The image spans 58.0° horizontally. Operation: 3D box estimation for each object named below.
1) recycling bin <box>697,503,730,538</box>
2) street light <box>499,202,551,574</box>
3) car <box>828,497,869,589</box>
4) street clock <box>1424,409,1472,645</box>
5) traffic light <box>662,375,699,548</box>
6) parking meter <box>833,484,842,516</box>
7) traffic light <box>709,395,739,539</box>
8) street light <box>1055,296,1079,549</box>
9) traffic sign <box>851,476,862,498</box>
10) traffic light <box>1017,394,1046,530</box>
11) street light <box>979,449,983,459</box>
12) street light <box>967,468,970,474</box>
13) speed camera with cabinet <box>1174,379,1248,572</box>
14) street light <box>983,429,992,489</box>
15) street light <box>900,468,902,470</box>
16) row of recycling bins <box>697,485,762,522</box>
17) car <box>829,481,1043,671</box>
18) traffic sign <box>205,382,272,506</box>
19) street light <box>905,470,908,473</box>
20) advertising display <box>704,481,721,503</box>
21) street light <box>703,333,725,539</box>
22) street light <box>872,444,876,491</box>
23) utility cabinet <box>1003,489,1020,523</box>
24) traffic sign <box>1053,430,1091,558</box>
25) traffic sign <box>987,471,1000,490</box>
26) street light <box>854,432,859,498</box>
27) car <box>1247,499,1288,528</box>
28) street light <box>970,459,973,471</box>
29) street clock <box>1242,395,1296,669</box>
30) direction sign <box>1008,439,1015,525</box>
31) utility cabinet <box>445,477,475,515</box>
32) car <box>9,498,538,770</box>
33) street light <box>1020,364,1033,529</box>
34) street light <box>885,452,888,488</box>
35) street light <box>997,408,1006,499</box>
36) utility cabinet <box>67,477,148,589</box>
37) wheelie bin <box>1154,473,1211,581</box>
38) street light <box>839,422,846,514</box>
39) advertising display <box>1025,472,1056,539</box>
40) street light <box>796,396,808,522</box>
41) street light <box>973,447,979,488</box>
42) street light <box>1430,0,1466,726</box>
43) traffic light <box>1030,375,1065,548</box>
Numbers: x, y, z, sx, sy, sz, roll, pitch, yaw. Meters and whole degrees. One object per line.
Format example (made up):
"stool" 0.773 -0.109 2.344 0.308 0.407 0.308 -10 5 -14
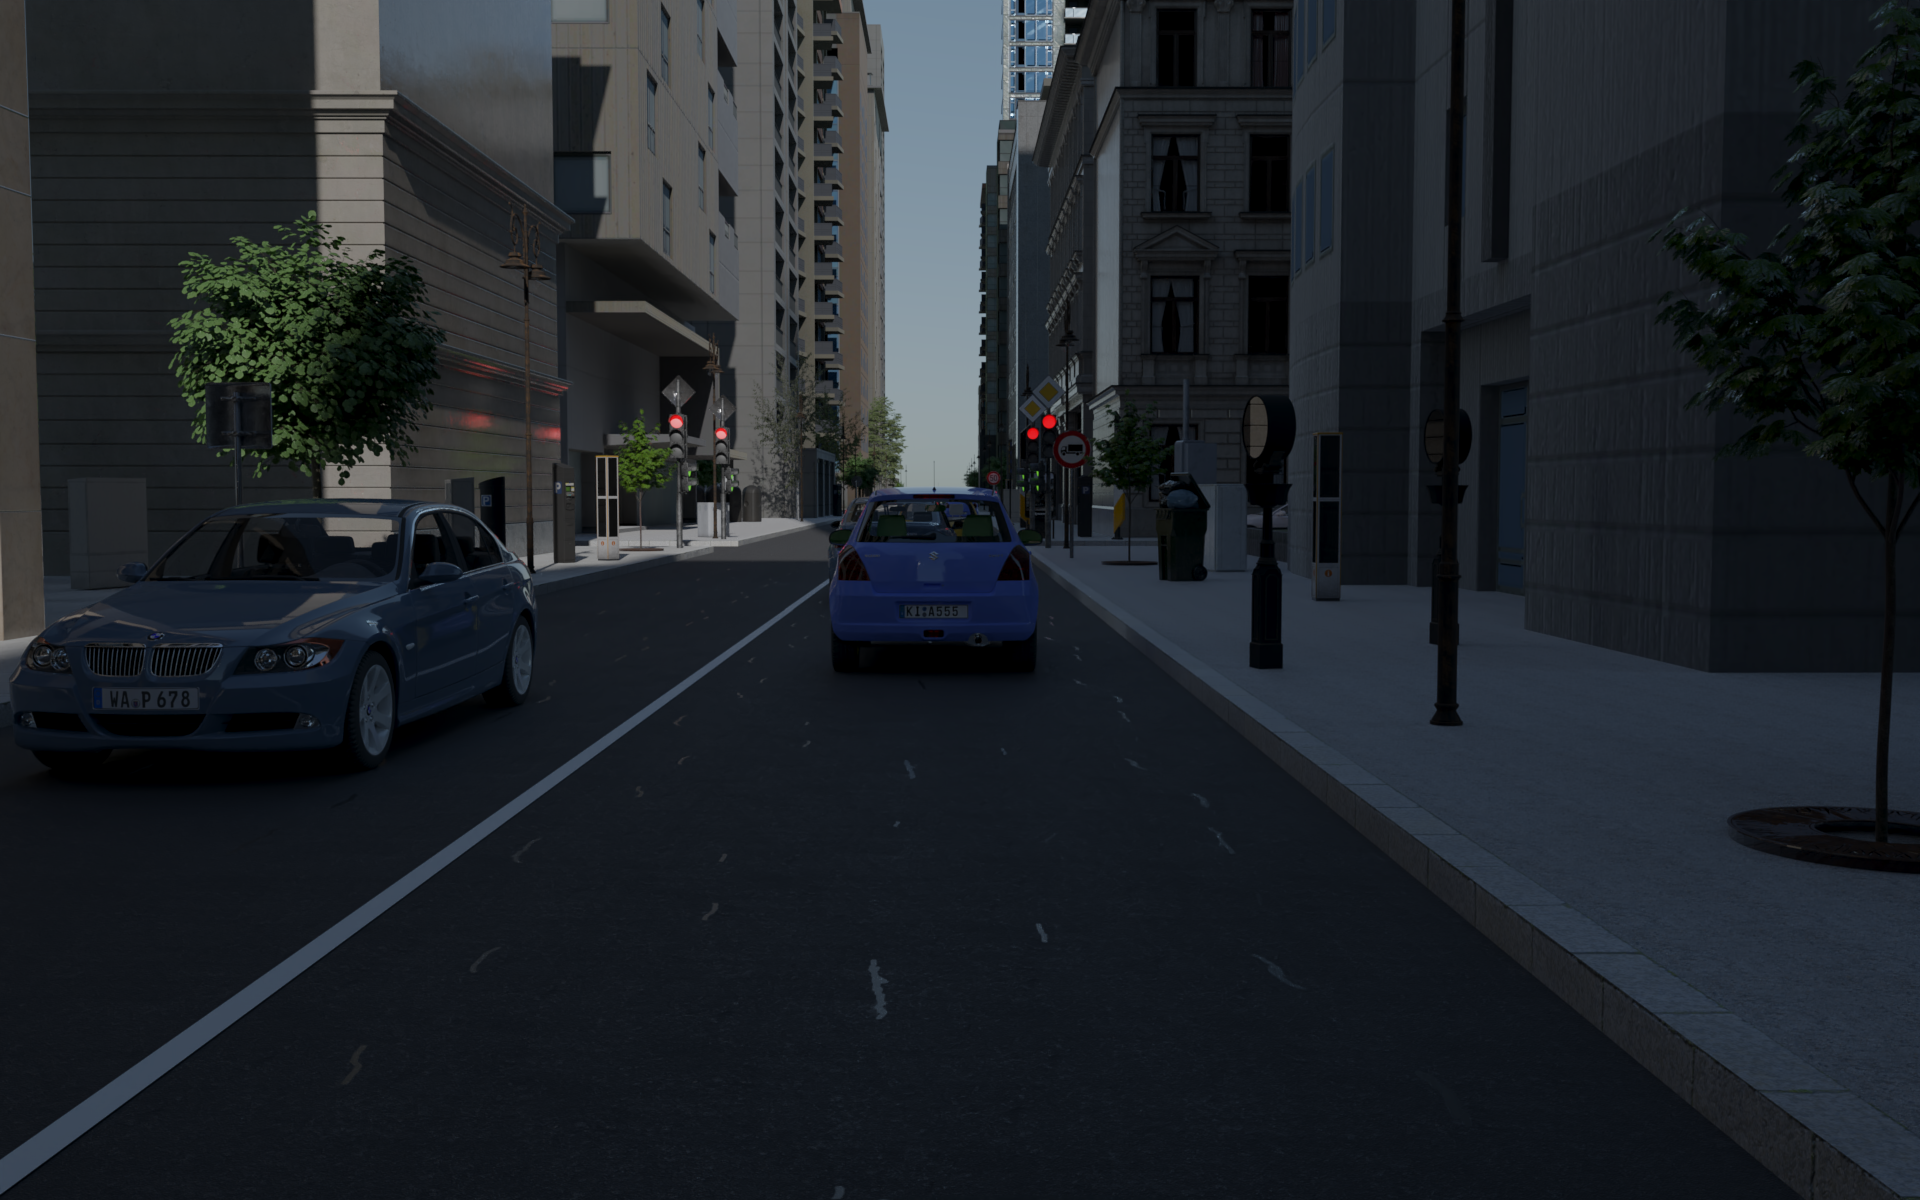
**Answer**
"recycling bin" -7.340 -2.386 51.563 0.722 1.027 0.722 -3 4 -37
"street light" -6.933 -3.364 27.787 0.468 5.910 1.993 0 4 0
"car" -0.908 -0.796 25.019 2.014 1.417 4.499 0 4 1
"street clock" 4.131 -0.621 14.720 0.358 2.002 0.471 -1 4 -9
"traffic light" -6.635 -3.184 40.982 0.839 4.253 0.868 0 4 0
"parking meter" -7.159 -5.796 100.472 0.399 1.863 0.255 1 4 16
"traffic light" -6.681 -3.673 48.967 0.839 4.253 0.868 0 4 0
"street light" 2.508 -4.147 40.593 0.468 5.910 1.993 0 4 0
"traffic sign" -7.235 -7.417 121.379 0.768 2.556 0.104 0 4 5
"traffic light" 2.030 -3.677 49.034 0.839 4.253 0.868 0 4 0
"street light" 1.952 -10.184 139.292 0.468 5.910 1.993 0 4 0
"street light" 1.489 -15.193 221.189 0.468 5.910 1.993 0 4 0
"speed camera with cabinet" 4.236 -2.140 29.326 0.660 3.252 2.038 -1 4 -13
"street light" 2.087 -9.200 123.203 0.468 5.910 1.993 0 4 0
"street light" -8.182 -16.336 239.872 0.468 5.910 1.993 0 4 0
"row of recycling bins" -10.781 -4.403 79.106 3.534 1.692 1.069 -2 4 -24
"car" -0.217 -0.350 15.322 1.945 1.707 3.694 0 4 -1
"traffic sign" -6.608 -0.841 15.888 0.606 2.300 0.079 0 4 2
"street light" -8.418 -18.221 270.703 0.468 5.910 1.993 0 4 0
"advertising display" -12.594 -5.089 88.419 0.974 1.923 0.123 0 4 7
"street light" -7.060 -4.711 49.807 0.468 5.910 1.993 0 4 0
"street light" -7.723 -11.224 156.306 0.468 5.910 1.993 0 4 0
"utility cabinet" 2.533 -4.177 76.979 1.173 1.500 0.318 1 4 20
"traffic sign" 2.238 -2.111 34.626 0.768 2.556 0.104 1 4 9
"traffic sign" 1.867 -5.881 96.267 0.768 2.556 0.104 0 4 5
"street light" -7.588 -9.356 125.764 0.468 5.910 1.993 0 4 0
"car" 8.761 -1.983 44.780 4.827 1.381 2.083 0 3 0
"street light" 1.652 -13.920 200.386 0.468 5.910 1.993 0 4 0
"street clock" 2.259 -0.499 12.723 0.358 2.002 0.471 -1 4 -14
"direction sign" 2.084 -4.883 71.838 0.379 3.537 0.876 0 4 -7
"utility cabinet" -6.651 -0.876 22.996 0.318 1.500 1.173 -1 4 -20
"car" -3.862 0.090 10.525 2.014 1.417 4.499 0 4 1
"street light" 2.400 -5.435 61.655 0.468 5.910 1.993 0 4 0
"street light" -7.965 -13.091 186.817 0.468 5.910 1.993 0 4 0
"street light" 2.214 -7.335 92.709 0.468 5.910 1.993 0 4 0
"utility cabinet" -11.597 -0.912 23.585 0.318 1.500 1.173 1 4 12
"wheelie bin" 3.273 -1.083 25.614 0.693 1.594 0.980 -1 4 -19
"street light" -7.458 -8.450 110.945 0.468 5.910 1.993 0 4 0
"advertising display" 2.319 -2.736 49.945 0.974 1.923 0.123 2 4 31
"street light" -7.363 -6.585 80.450 0.468 5.910 1.993 0 4 0
"street light" 1.801 -12.055 169.892 0.468 5.910 1.993 0 4 0
"street light" 2.711 -2.244 9.474 0.468 5.910 1.993 0 4 0
"traffic light" 2.076 -3.188 41.049 0.839 4.253 0.868 0 4 0
